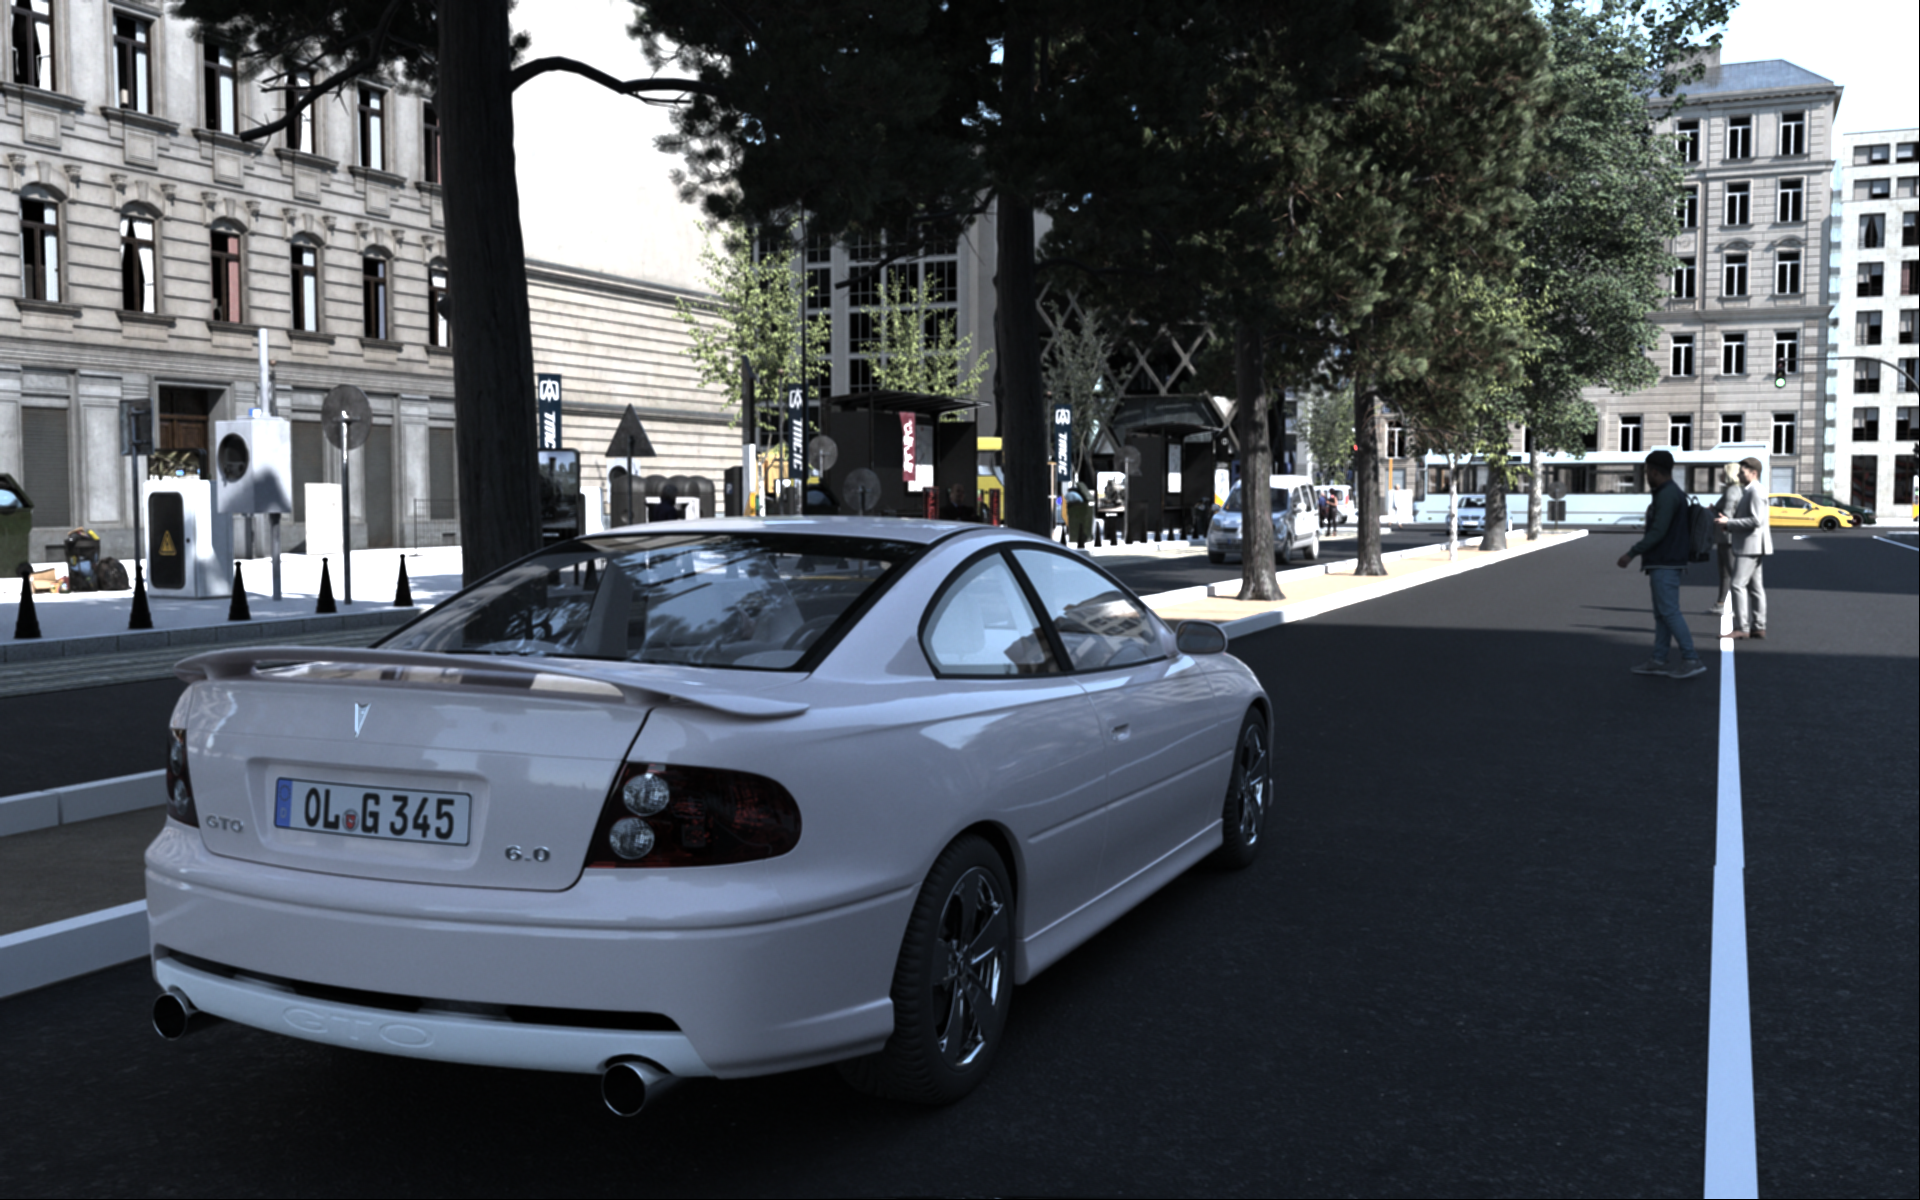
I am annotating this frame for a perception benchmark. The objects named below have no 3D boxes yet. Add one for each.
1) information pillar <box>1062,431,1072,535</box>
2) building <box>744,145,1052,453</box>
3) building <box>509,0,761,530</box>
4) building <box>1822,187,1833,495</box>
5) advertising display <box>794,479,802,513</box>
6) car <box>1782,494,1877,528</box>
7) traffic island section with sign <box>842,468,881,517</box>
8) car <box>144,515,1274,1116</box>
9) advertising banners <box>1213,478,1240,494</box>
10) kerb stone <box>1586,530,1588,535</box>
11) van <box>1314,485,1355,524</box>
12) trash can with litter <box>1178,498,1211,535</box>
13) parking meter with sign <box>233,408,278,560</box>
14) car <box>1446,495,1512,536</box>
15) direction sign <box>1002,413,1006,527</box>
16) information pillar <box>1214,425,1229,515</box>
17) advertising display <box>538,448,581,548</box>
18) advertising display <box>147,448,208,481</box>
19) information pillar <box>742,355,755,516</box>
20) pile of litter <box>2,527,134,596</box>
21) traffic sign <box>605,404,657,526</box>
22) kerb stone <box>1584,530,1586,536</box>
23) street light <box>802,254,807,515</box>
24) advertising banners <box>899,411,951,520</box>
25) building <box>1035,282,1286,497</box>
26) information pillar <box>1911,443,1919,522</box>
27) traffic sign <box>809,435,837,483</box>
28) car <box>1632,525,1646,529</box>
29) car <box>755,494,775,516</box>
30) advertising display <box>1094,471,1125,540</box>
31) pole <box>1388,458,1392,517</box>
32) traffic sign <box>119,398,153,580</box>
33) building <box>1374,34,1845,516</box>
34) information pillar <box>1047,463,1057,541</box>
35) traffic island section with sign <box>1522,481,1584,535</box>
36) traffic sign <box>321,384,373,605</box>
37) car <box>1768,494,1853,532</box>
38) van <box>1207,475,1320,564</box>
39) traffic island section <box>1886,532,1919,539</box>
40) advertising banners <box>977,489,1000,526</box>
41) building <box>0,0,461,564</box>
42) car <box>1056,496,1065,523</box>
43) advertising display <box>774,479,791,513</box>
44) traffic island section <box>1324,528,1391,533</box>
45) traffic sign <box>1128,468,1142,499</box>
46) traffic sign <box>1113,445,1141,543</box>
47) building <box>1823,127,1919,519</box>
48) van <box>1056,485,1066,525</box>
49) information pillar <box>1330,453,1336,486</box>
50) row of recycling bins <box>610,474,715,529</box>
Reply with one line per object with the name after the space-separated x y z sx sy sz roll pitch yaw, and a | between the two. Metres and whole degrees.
3.389 -3.883 54.844 0.183 3.616 0.504 -2 4 -28 | information pillar
-6.463 -20.003 120.557 24.014 27.812 14.314 2 4 24 | building
-24.376 -14.593 57.678 34.723 24.649 14.460 2 4 24 | building
127.108 -35.810 240.111 28.867 44.769 22.147 2 4 24 | building
-5.835 -3.525 62.853 0.123 1.923 0.974 -1 4 -22 | advertising display
36.443 -3.883 73.277 4.222 1.686 2.009 1 4 23 | car
-1.719 -1.057 25.904 1.989 1.847 2.006 2 4 24 | traffic island section with sign
-0.284 0.410 5.665 2.083 1.381 4.827 1 4 23 | car
21.127 -8.592 136.662 2.074 3.025 0.090 -1 4 -19 | advertising banners
21.492 -2.295 59.772 0.120 0.150 1.000 2 4 24 | kerb stone
17.038 -4.718 84.147 4.112 2.044 2.013 2 4 24 | van
7.305 -2.614 54.129 1.055 1.170 0.624 3 5 41 | trash can with litter
-14.054 -2.338 34.485 0.543 3.016 1.738 0 4 -8 | parking meter with sign
18.130 -2.959 60.386 2.014 1.417 4.499 2 4 25 | car
1.269 -3.478 48.863 0.379 3.537 0.876 1 4 12 | direction sign
8.910 -4.131 58.903 0.504 3.616 0.183 -1 4 -13 | information pillar
-5.825 -1.170 24.348 0.974 1.923 0.123 0 4 2 | advertising display
-11.015 -1.174 24.413 0.974 1.923 0.123 1 4 20 | advertising display
-3.545 -2.304 29.029 0.183 3.616 0.504 -1 4 -23 | information pillar
-11.687 -0.535 22.709 1.719 0.858 1.176 -3 5 -44 | pile of litter
-4.753 -1.525 24.935 0.884 2.594 0.081 2 4 25 | traffic sign
21.068 -2.241 58.833 0.120 0.150 1.000 2 4 24 | kerb stone
-2.167 -3.472 29.301 1.470 5.913 1.316 2 4 24 | street light
-0.616 -2.513 37.275 0.090 3.025 2.074 3 5 40 | advertising banners
12.975 -15.007 112.813 16.811 18.784 16.820 2 4 24 | building
43.632 -5.349 78.812 0.504 3.616 0.183 0 4 -2 | information pillar
-3.021 -2.297 37.656 0.768 2.556 0.104 2 4 26 | traffic sign
29.316 -3.564 70.634 4.827 1.381 2.083 2 4 23 | car
-10.299 -4.238 81.086 4.920 1.459 2.131 2 4 25 | car
4.166 -2.620 48.053 0.974 1.923 0.123 -2 4 -29 | advertising display
24.542 -6.417 98.766 0.158 3.312 0.155 0 3 0 | pole
-8.853 -1.008 18.616 0.606 2.300 0.079 2 4 33 | traffic sign
36.770 -18.561 100.727 25.104 27.353 12.463 2 4 24 | building
2.084 -2.218 40.758 0.304 2.012 0.304 1 4 20 | information pillar
21.109 -3.261 61.451 2.006 1.907 1.989 2 4 24 | traffic island section with sign
-7.120 -1.221 20.069 0.768 2.556 0.104 2 4 24 | traffic sign
32.018 -3.438 66.428 3.980 1.641 2.015 2 4 25 | car
6.499 -1.827 36.887 2.013 2.044 4.112 2 4 24 | van
31.475 -2.100 56.620 2.009 0.180 2.903 2 4 24 | traffic island section
0.980 -3.279 49.798 0.090 3.025 2.074 3 5 39 | advertising banners
-19.700 -11.446 36.298 9.793 20.994 18.267 2 4 24 | building
3.974 -3.980 77.077 4.499 1.417 2.014 2 4 25 | car
-7.567 -4.200 73.887 0.123 1.923 0.974 2 4 35 | advertising display
14.742 -2.551 63.995 2.009 0.180 2.903 2 4 24 | traffic island section
4.929 -3.112 50.884 0.884 2.594 0.081 2 4 30 | traffic sign
4.352 -2.768 45.364 0.768 2.556 0.104 2 4 29 | traffic sign
55.558 -14.484 91.564 16.860 20.320 10.420 2 4 24 | building
3.067 -4.715 81.482 5.245 2.365 2.240 2 4 24 | van
21.267 -6.573 98.821 0.183 3.616 0.504 -1 4 -16 | information pillar
-6.363 -1.865 37.609 1.069 1.692 3.534 1 4 22 | row of recycling bins
